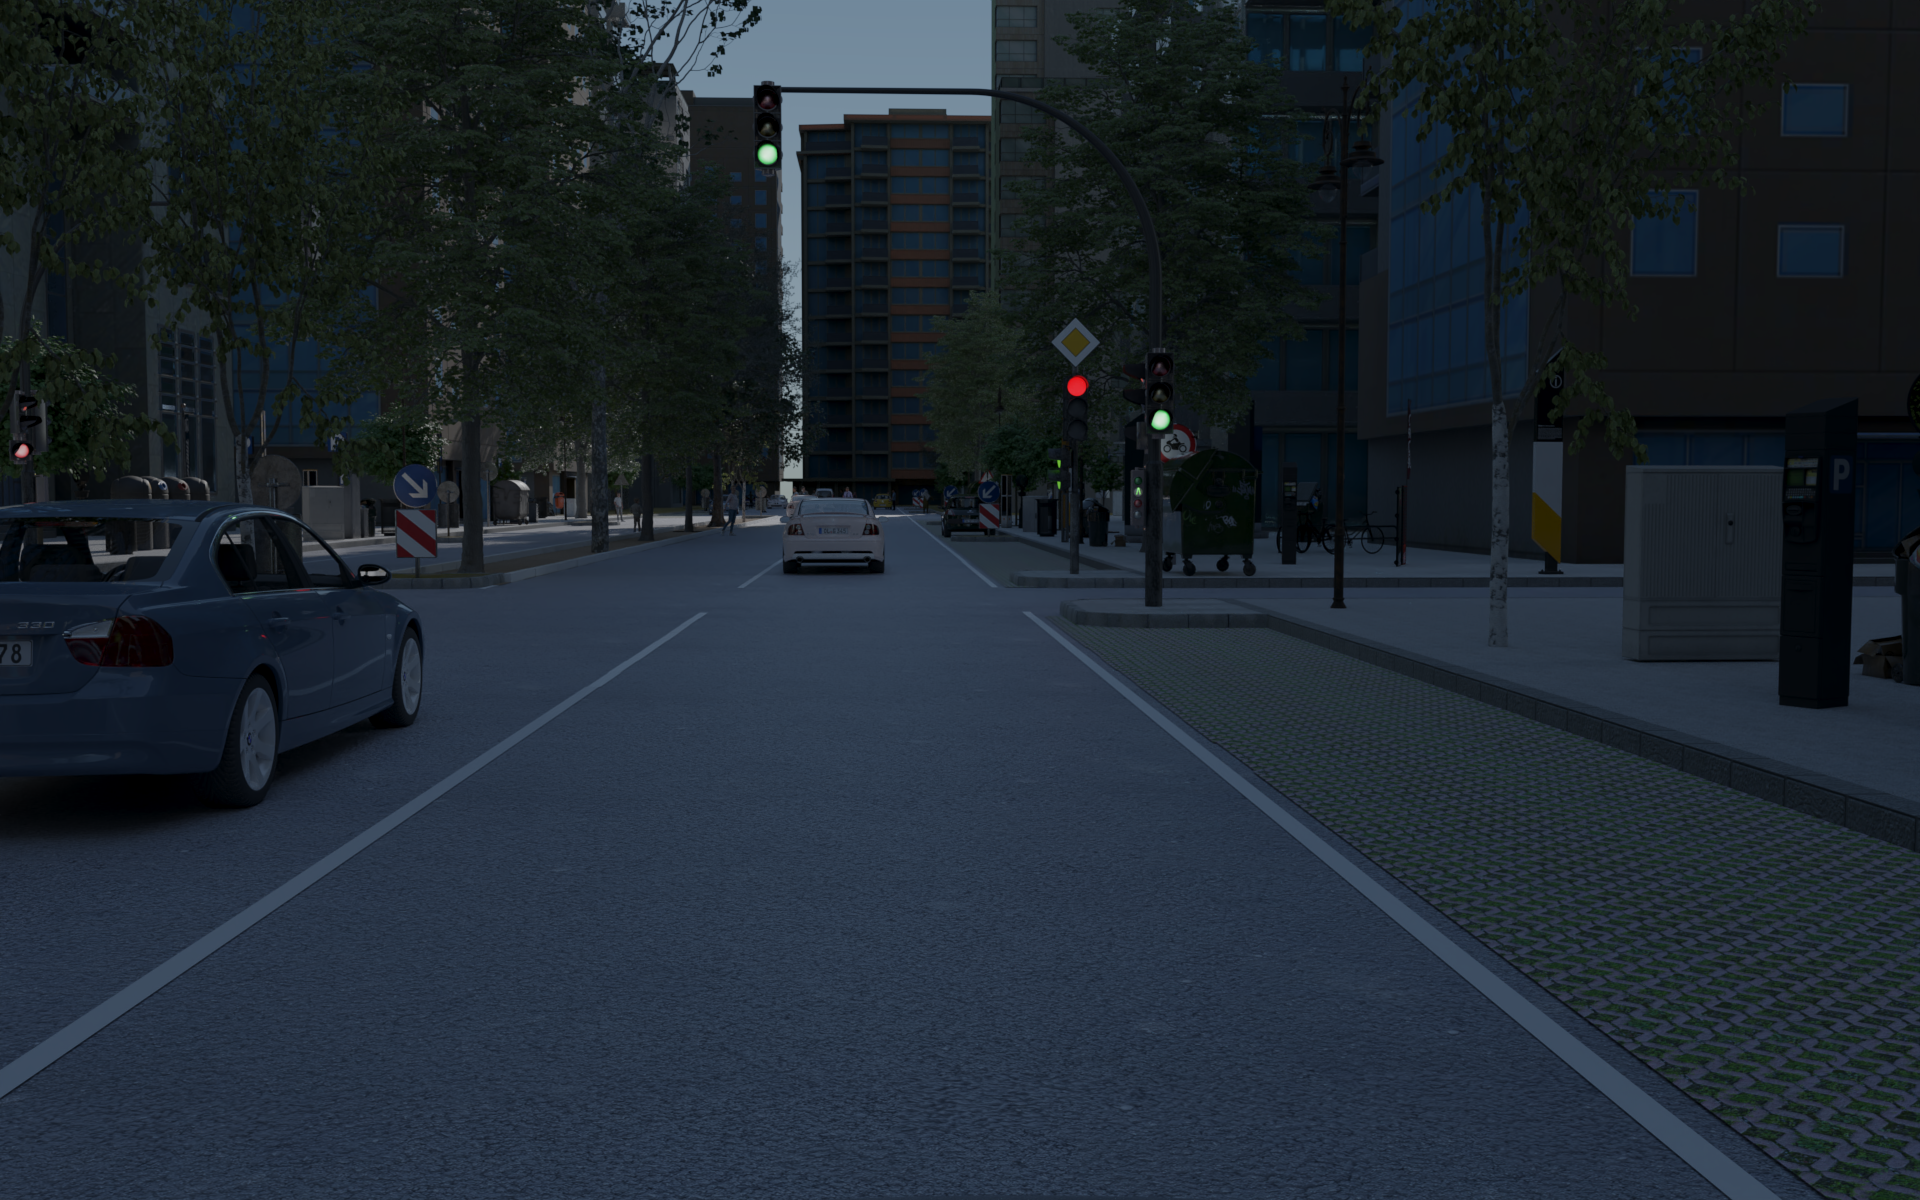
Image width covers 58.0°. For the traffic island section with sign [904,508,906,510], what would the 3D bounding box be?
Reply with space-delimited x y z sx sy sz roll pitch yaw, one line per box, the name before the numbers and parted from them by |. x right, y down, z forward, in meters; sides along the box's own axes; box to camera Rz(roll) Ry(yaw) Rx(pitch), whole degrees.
traffic island section with sign | -4.089 -9.051 156.607 1.989 1.847 2.006 0 4 -3

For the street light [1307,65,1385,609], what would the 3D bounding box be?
street light | 4.256 -2.845 19.299 0.468 5.910 1.993 0 4 -3

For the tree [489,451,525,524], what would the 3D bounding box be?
tree | -19.224 -4.836 73.675 1.663 3.219 1.824 0 3 0

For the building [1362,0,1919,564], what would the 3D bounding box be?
building | 17.668 -23.672 37.142 14.200 45.320 14.600 0 4 -3

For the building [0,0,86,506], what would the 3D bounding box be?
building | -33.610 -44.589 41.702 22.319 86.520 31.000 0 4 -3

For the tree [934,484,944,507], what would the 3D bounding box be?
tree | -1.941 -11.161 177.077 1.663 3.219 1.824 0 3 0

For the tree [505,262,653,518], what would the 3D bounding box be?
tree | -19.915 -11.285 91.165 9.857 13.997 8.962 0 3 0

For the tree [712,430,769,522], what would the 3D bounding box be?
tree | -10.959 -8.241 87.568 4.360 8.622 3.978 0 3 0

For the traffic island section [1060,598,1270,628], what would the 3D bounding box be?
traffic island section | 2.226 0.151 19.815 2.009 0.180 2.903 0 4 -3

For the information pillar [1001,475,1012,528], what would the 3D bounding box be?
information pillar | 1.763 -3.733 65.534 0.304 2.012 0.304 3 5 41

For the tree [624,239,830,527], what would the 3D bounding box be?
tree | -10.541 -9.520 75.110 9.611 12.733 9.660 0 3 0

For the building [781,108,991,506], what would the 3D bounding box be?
building | -5.618 -33.336 199.665 28.867 44.769 22.147 0 4 -3

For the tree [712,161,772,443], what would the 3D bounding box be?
tree | -9.643 -8.083 52.746 7.486 12.596 7.792 0 3 0

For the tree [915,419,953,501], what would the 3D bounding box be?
tree | -1.554 -12.170 149.348 4.360 8.622 3.978 0 3 0

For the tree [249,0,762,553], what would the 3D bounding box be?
tree | -10.013 -11.254 42.357 12.611 20.169 13.585 0 3 0

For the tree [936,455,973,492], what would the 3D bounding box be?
tree | 2.177 -5.231 69.236 4.285 4.588 4.351 0 3 0

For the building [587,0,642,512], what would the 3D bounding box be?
building | -36.920 -31.231 130.242 23.786 49.044 30.456 0 4 -3

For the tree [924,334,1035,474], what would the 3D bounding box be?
tree | 1.264 -11.252 109.731 9.928 11.665 9.643 0 3 0

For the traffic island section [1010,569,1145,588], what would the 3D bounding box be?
traffic island section | 1.857 -0.337 27.791 2.009 0.180 2.903 0 4 -3

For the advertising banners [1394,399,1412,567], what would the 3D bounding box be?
advertising banners | 8.035 -2.150 31.336 0.090 3.025 2.074 1 4 21

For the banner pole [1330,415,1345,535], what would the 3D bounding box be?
banner pole | 11.800 -3.898 53.753 0.401 3.779 0.863 0 4 -6

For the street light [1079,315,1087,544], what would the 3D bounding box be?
street light | 3.123 -4.384 44.461 0.468 5.910 1.993 0 4 -3

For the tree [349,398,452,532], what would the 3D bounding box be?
tree | -19.175 -4.629 59.396 4.285 4.588 4.351 0 3 0

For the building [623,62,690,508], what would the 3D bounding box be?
building | -33.266 -29.555 166.820 14.086 41.232 14.154 0 4 -3

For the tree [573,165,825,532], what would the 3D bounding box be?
tree | -10.094 -9.259 64.204 12.009 13.543 11.850 0 3 0

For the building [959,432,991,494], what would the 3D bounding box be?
building | 11.767 -51.781 159.297 22.319 86.520 31.000 0 4 -3

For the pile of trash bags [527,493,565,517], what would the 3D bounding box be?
pile of trash bags | -24.075 -5.497 99.620 1.912 1.369 3.447 2 4 31

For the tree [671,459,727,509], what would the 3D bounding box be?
tree | -23.240 -10.163 149.874 4.285 4.588 4.351 0 3 0

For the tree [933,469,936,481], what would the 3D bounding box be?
tree | -0.499 -9.215 134.370 4.285 4.588 4.351 0 3 0

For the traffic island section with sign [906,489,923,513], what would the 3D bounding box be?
traffic island section with sign | -2.842 -7.404 129.681 1.989 1.847 2.006 0 4 -3

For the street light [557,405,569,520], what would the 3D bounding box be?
street light | -19.261 -6.830 84.450 0.468 5.910 1.993 0 4 -3

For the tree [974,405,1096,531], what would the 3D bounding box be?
tree | 3.609 -4.736 61.144 4.285 4.588 4.351 0 3 0

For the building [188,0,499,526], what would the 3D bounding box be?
building | -28.125 -25.913 73.788 14.600 45.320 14.200 0 4 -3

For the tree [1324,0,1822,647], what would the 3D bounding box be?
tree | 4.708 -3.903 14.169 4.737 8.622 4.395 0 3 0

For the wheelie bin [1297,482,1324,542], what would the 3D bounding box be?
wheelie bin | 9.252 -2.339 46.146 0.693 1.594 0.980 -3 4 -38

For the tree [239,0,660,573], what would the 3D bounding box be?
tree | -8.696 -6.722 30.487 7.486 12.596 7.792 0 3 0

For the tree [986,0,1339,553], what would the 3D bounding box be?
tree | 4.597 -7.307 37.599 7.486 12.596 7.792 0 3 0

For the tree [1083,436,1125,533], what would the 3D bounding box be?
tree | 4.756 -3.820 57.065 1.663 3.219 1.824 0 3 0

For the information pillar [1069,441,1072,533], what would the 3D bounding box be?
information pillar | 3.524 -3.927 55.559 0.183 3.616 0.504 -1 4 -19

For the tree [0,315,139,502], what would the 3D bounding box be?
tree | -16.981 -2.935 31.703 4.285 4.588 4.351 0 3 0

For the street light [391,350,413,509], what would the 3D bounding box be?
street light | -17.857 -5.066 55.612 0.468 5.910 1.993 0 4 -3

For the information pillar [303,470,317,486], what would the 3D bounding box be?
information pillar | -19.575 -2.919 52.222 0.304 2.012 0.304 3 5 41

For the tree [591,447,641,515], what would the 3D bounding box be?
tree | -21.611 -7.624 108.366 4.285 4.588 4.351 0 3 0

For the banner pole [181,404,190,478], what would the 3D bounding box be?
banner pole | -21.326 -3.532 47.766 0.401 3.779 0.863 -3 4 -36

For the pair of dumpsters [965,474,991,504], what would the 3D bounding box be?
pair of dumpsters | 1.164 -5.228 87.967 1.574 2.255 4.437 0 4 -3

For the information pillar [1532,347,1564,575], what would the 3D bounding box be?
information pillar | 9.380 -2.217 27.596 0.504 3.616 0.183 -1 4 -12

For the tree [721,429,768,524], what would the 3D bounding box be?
tree | -10.844 -7.958 82.928 4.737 8.622 4.395 0 3 0

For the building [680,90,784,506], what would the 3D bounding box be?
building | -27.380 -33.366 195.643 14.200 45.320 14.600 0 4 -3

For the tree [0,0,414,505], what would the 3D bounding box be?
tree | -7.538 -3.987 18.013 4.737 8.622 4.395 0 3 0

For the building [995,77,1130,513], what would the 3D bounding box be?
building | 9.394 -21.544 123.943 14.160 30.474 14.107 0 4 -3

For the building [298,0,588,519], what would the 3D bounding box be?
building | -31.254 -28.008 108.038 14.600 45.320 14.200 0 4 -3

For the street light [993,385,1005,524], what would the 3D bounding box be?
street light | 1.680 -6.178 73.801 0.468 5.910 1.993 0 4 -3

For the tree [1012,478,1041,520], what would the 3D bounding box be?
tree | 3.124 -5.555 85.430 1.663 3.219 1.824 0 3 0

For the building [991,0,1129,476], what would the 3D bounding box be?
building | 9.371 -27.776 137.734 14.154 41.232 14.086 0 4 -3

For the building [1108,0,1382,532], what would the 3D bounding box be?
building | 18.284 -27.574 70.436 23.786 49.044 30.456 0 4 -3

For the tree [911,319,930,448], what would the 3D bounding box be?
tree | 1.139 -10.897 96.292 7.486 12.596 7.792 0 3 0
